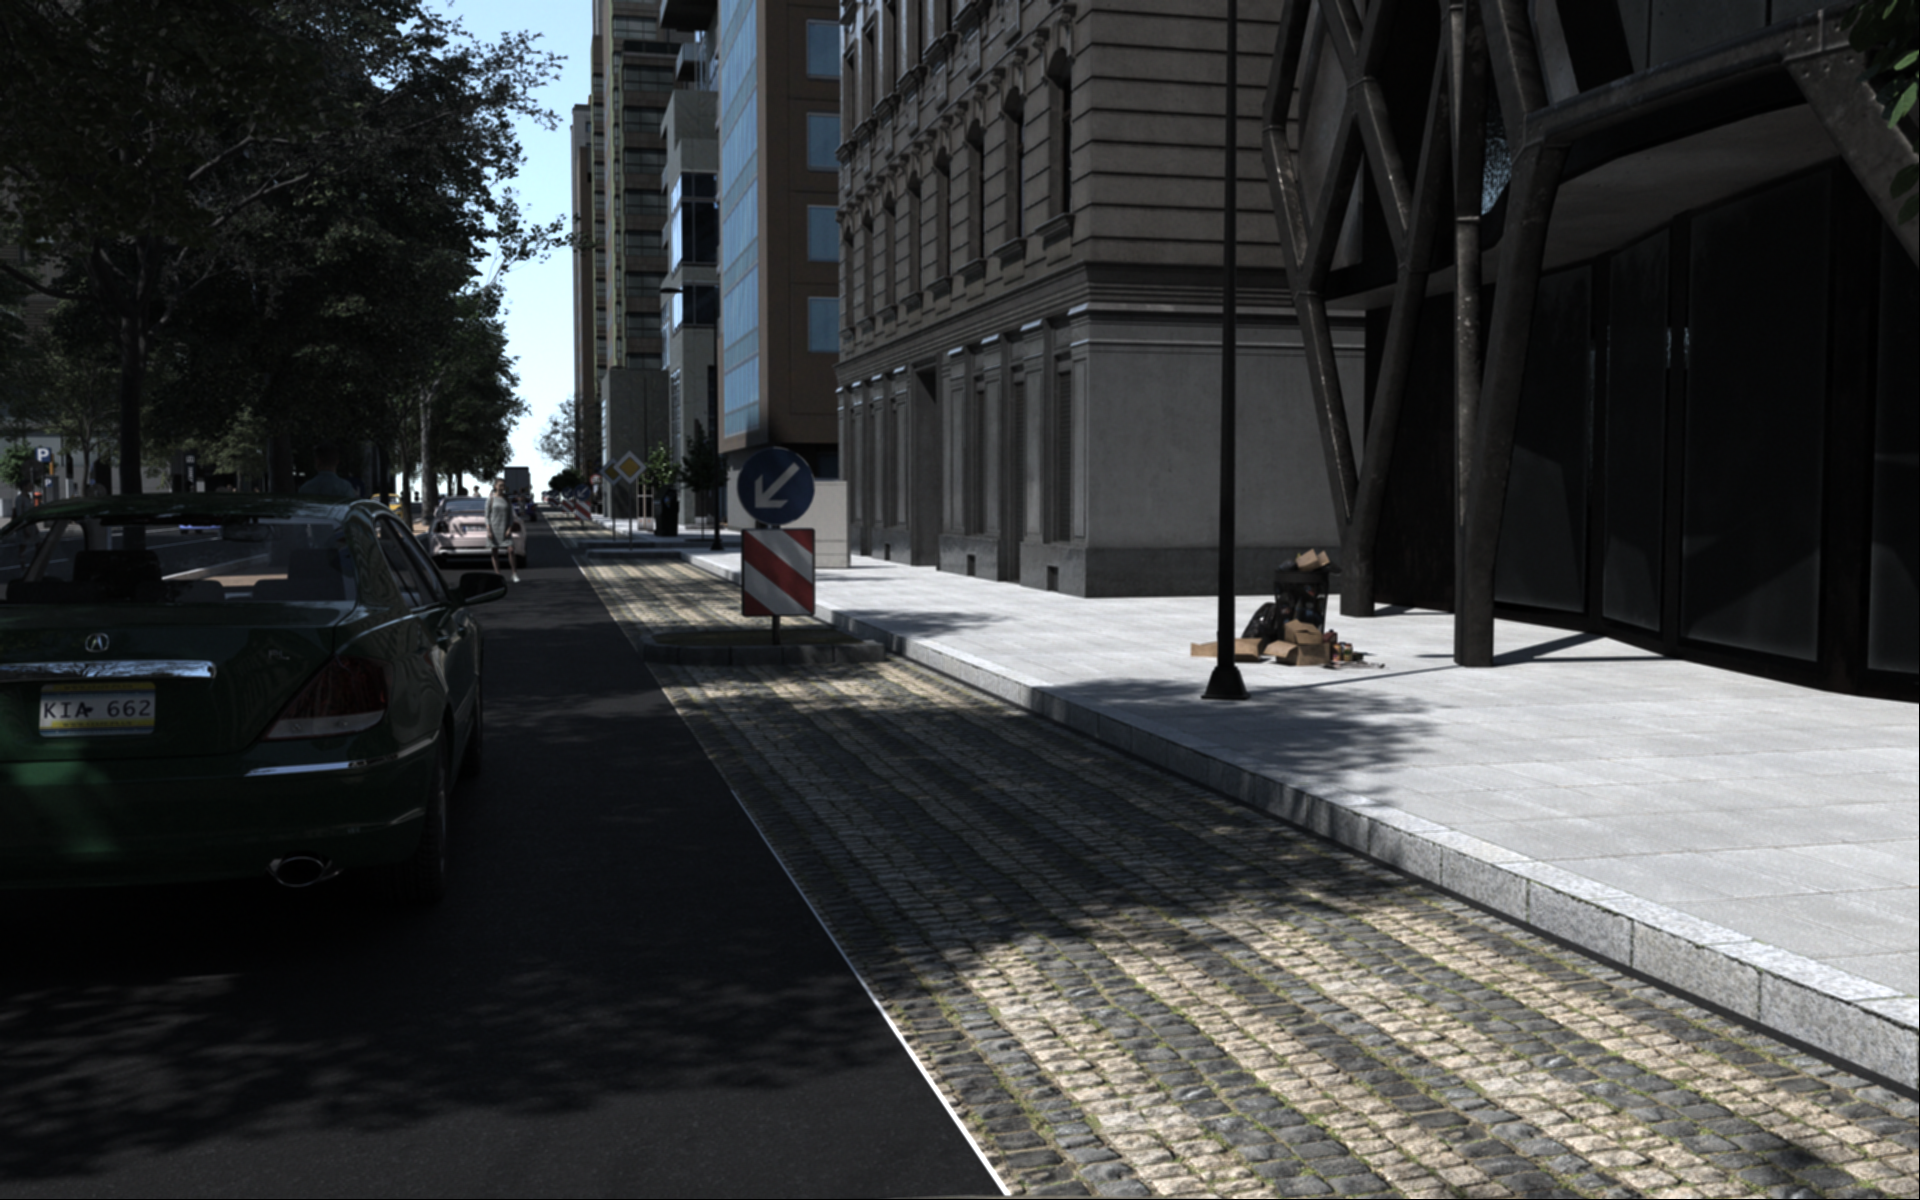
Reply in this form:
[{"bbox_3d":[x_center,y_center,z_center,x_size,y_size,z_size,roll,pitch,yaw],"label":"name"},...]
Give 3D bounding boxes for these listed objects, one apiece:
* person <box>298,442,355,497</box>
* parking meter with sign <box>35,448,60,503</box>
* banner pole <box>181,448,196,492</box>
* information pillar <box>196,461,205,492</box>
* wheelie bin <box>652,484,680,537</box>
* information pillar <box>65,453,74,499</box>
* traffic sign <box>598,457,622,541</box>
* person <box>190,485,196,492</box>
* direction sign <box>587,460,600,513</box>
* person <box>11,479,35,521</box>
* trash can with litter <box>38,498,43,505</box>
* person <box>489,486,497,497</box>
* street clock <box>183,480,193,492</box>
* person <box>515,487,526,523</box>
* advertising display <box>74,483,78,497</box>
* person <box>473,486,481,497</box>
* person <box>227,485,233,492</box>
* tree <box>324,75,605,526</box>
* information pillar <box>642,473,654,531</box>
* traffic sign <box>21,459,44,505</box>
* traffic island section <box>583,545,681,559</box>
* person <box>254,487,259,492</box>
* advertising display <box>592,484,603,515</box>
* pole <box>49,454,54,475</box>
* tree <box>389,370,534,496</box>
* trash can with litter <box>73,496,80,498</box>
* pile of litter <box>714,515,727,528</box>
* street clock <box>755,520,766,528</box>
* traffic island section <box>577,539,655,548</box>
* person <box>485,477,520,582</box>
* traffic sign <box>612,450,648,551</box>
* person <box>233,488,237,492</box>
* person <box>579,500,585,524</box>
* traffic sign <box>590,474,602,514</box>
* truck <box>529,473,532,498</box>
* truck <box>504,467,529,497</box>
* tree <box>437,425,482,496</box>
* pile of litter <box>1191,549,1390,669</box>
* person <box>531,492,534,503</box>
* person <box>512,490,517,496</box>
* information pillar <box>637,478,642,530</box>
[{"bbox_3d":[-5.032,-0.325,13.674,0.638,1.841,0.748,2,4,33],"label":"person"},{"bbox_3d":[-34.519,-4.254,65.809,0.543,3.016,1.738,-1,4,-11],"label":"parking meter with sign"},{"bbox_3d":[-41.986,-6.370,94.169,0.863,3.779,0.401,-1,4,-14],"label":"banner pole"},{"bbox_3d":[-50.133,-7.525,114.382,0.504,3.616,0.183,-2,4,-29],"label":"information pillar"},{"bbox_3d":[-9.170,-2.819,53.994,0.693,1.594,0.980,0,4,-5],"label":"wheelie bin"},{"bbox_3d":[-47.962,-6.236,93.310,0.183,3.616,0.504,1,4,10],"label":"information pillar"},{"bbox_3d":[-9.413,-2.656,47.063,0.795,2.450,0.064,-1,4,-14],"label":"traffic sign"},{"bbox_3d":[-32.827,-4.017,74.347,0.590,1.801,0.661,-2,4,-33],"label":"person"},{"bbox_3d":[-24.299,-7.511,114.809,0.876,3.537,0.379,-2,4,-35],"label":"direction sign"},{"bbox_3d":[-16.251,-1.263,30.160,0.522,1.701,0.512,0,4,-4],"label":"person"},{"bbox_3d":[-46.277,-4.633,87.138,1.055,1.170,0.624,1,4,14],"label":"trash can with litter"},{"bbox_3d":[-17.619,-3.485,66.074,0.643,1.750,0.593,3,4,36],"label":"person"},{"bbox_3d":[-40.819,-5.324,91.614,0.471,2.002,0.358,-2,4,-30],"label":"street clock"},{"bbox_3d":[-21.684,-4.685,85.453,0.532,1.782,0.716,-1,4,-15],"label":"person"},{"bbox_3d":[-51.511,-5.836,100.634,0.123,1.923,0.974,0,4,-7],"label":"advertising display"},{"bbox_3d":[-20.128,-3.852,71.822,0.599,1.781,0.374,2,4,32],"label":"person"},{"bbox_3d":[-24.839,-3.016,58.490,0.598,1.740,0.731,2,4,24],"label":"person"},{"bbox_3d":[-22.551,-13.350,76.612,12.611,20.169,13.585,0,3,0],"label":"tree"},{"bbox_3d":[-10.940,-3.451,60.922,0.304,2.012,0.304,-1,4,-10],"label":"information pillar"},{"bbox_3d":[-33.510,-3.823,62.613,0.768,2.556,0.104,-1,4,-13],"label":"traffic sign"},{"bbox_3d":[-7.466,-1.047,39.395,2.009,0.180,2.903,-1,4,-14],"label":"traffic island section"},{"bbox_3d":[-38.670,-5.288,95.202,0.529,1.795,0.600,-3,4,-38],"label":"person"},{"bbox_3d":[-22.462,-6.296,108.152,0.974,1.923,0.123,-2,4,-23],"label":"advertising display"},{"bbox_3d":[-46.151,-5.763,88.070,0.158,3.312,0.155,0,3,0],"label":"pole"},{"bbox_3d":[-33.039,-11.906,114.125,9.611,12.733,9.660,0,3,0],"label":"tree"},{"bbox_3d":[-37.839,-3.865,74.250,2.233,1.210,1.678,3,5,44],"label":"trash can with litter"},{"bbox_3d":[-8.788,-3.208,66.415,1.719,0.858,1.176,2,4,34],"label":"pile of litter"},{"bbox_3d":[-4.218,-1.963,36.663,0.471,2.002,0.358,-3,4,-38],"label":"street clock"},{"bbox_3d":[-9.392,-1.521,47.145,2.009,0.180,2.903,-1,4,-14],"label":"traffic island section"},{"bbox_3d":[-7.497,-1.147,28.258,0.512,1.701,0.522,-2,4,-32],"label":"person"},{"bbox_3d":[-7.487,-2.182,39.312,0.795,2.450,0.064,-1,4,-14],"label":"traffic sign"},{"bbox_3d":[-39.843,-5.272,95.243,0.519,1.759,0.362,-3,5,-40],"label":"person"},{"bbox_3d":[-18.207,-4.567,83.745,0.524,1.755,0.480,-2,4,-25],"label":"person"},{"bbox_3d":[-22.983,-6.687,109.440,0.768,2.556,0.104,-1,4,-9],"label":"traffic sign"},{"bbox_3d":[-58.796,-14.871,232.048,2.839,4.237,11.283,-1,4,-13],"label":"truck"},{"bbox_3d":[-46.718,-11.832,182.364,2.839,4.237,11.283,-1,4,-15],"label":"truck"},{"bbox_3d":[-31.136,-9.377,106.135,4.737,8.622,4.395,0,3,0],"label":"tree"},{"bbox_3d":[2.492,0.037,13.360,1.176,0.858,1.719,-1,4,-21],"label":"pile of litter"},{"bbox_3d":[-66.715,-15.932,269.788,0.445,1.727,0.742,3,5,44],"label":"person"},{"bbox_3d":[-34.119,-7.540,132.497,1.217,1.743,0.721,2,4,31],"label":"person"},{"bbox_3d":[-11.225,-3.479,61.367,0.304,2.012,0.304,2,4,25],"label":"information pillar"}]
